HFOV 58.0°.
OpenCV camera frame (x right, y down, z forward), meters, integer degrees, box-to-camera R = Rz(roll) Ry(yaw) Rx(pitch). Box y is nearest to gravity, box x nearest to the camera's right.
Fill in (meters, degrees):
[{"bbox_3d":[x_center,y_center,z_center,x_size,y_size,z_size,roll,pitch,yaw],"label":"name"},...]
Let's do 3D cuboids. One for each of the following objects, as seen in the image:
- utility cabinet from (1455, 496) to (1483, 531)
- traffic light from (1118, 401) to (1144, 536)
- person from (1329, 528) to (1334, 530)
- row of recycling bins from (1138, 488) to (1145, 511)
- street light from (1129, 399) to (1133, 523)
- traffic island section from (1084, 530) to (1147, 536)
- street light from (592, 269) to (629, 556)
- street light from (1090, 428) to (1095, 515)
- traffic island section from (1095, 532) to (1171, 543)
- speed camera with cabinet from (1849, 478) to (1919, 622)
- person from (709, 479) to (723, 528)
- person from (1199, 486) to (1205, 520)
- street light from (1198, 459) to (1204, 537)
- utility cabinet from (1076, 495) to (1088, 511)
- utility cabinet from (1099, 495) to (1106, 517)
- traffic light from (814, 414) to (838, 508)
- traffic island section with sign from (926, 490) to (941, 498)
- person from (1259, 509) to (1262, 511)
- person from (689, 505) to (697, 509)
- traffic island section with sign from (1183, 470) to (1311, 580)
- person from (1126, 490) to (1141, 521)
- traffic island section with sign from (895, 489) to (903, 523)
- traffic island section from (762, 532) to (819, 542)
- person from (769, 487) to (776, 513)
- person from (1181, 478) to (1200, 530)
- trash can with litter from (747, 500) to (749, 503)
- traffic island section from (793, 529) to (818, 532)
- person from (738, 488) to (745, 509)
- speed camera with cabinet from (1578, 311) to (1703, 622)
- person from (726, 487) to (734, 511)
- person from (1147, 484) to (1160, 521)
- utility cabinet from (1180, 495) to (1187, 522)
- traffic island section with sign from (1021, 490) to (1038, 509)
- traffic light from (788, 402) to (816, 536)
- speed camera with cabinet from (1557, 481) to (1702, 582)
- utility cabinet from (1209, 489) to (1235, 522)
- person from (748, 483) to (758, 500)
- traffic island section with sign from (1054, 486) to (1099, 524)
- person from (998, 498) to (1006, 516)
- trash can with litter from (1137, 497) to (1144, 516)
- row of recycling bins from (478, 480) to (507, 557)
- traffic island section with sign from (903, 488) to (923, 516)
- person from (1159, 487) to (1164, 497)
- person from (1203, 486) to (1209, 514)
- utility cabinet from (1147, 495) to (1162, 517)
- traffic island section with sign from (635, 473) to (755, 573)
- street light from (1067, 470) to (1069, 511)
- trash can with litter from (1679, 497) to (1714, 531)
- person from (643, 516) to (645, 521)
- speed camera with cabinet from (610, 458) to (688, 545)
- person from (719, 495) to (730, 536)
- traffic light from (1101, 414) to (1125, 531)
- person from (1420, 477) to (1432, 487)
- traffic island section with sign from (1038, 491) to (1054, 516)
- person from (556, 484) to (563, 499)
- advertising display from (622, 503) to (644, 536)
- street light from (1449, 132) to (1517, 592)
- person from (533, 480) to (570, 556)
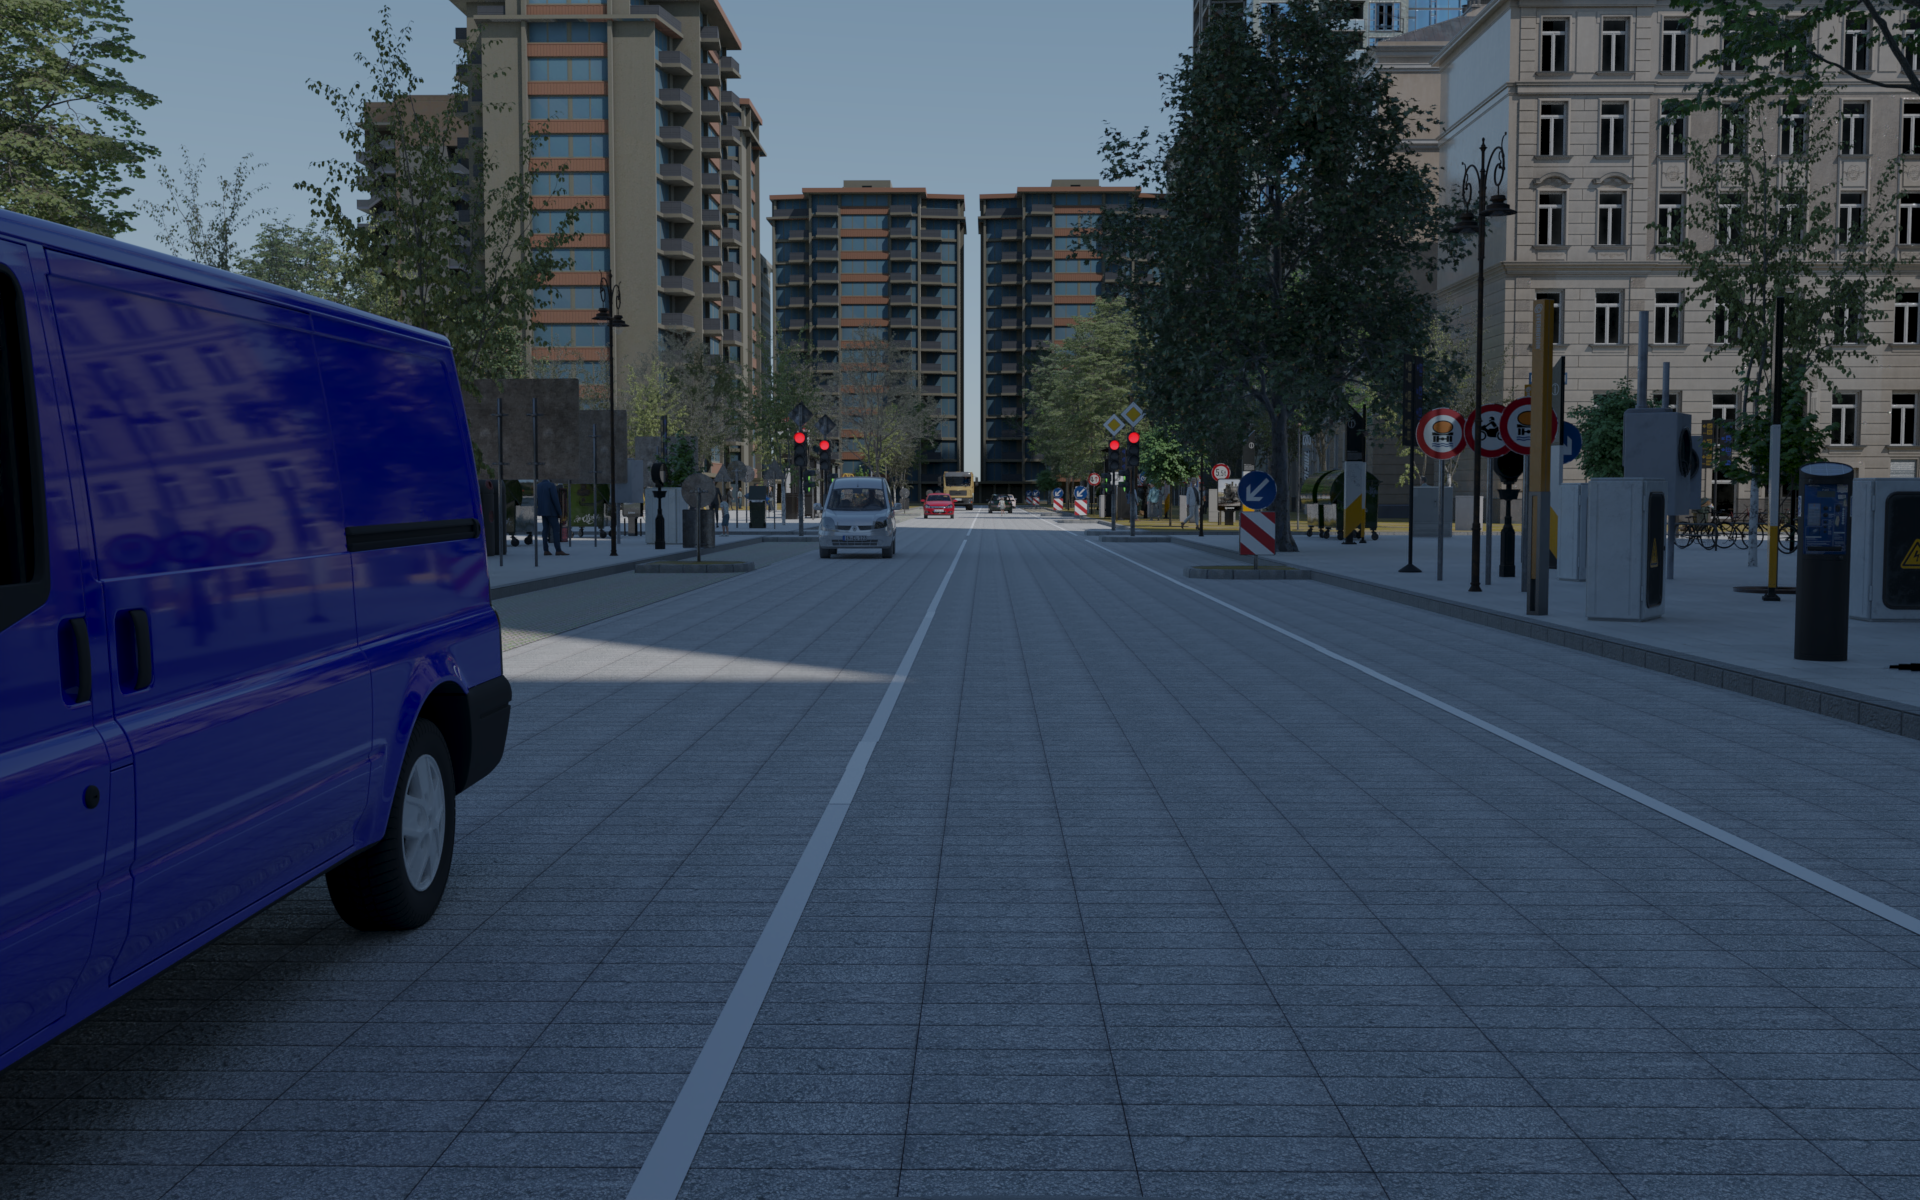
[{"bbox_3d":[17.867,-3.035,60.776,0.306,1.237,1.020,-2,4,-32],"label":"utility cabinet"},{"bbox_3d":[5.232,-3.894,52.583,0.839,4.253,0.868,0,4,1],"label":"traffic light"},{"bbox_3d":[13.135,-3.372,61.660,0.782,1.767,0.515,-3,5,-40],"label":"person"},{"bbox_3d":[11.738,-7.138,123.814,3.534,1.692,1.069,3,5,43],"label":"row of recycling bins"},{"bbox_3d":[7.665,-6.412,77.625,0.468,5.910,1.993,0,4,1],"label":"street light"},{"bbox_3d":[5.399,-2.349,60.680,2.009,0.180,2.903,0,4,1],"label":"traffic island section"},{"bbox_3d":[-7.188,-3.853,35.783,0.468,5.910,1.993,0,4,1],"label":"street light"},{"bbox_3d":[8.126,-8.198,106.825,0.468,5.910,1.993,0,4,1],"label":"street light"},{"bbox_3d":[5.272,-1.860,52.696,2.009,0.180,2.903,0,4,1],"label":"traffic island section"},{"bbox_3d":[10.128,-1.413,17.432,2.038,3.252,0.660,0,4,5],"label":"speed camera with cabinet"},{"bbox_3d":[-9.376,-3.687,66.099,0.659,1.850,0.755,-1,4,-10],"label":"person"},{"bbox_3d":[11.999,-4.853,86.394,0.522,1.701,0.512,0,4,-4],"label":"person"},{"bbox_3d":[7.294,-4.856,52.186,0.468,5.910,1.993,0,4,1],"label":"street light"},{"bbox_3d":[9.092,-7.225,129.287,0.306,1.237,1.020,3,5,44],"label":"utility cabinet"},{"bbox_3d":[8.221,-5.171,95.708,1.020,1.237,0.306,-1,4,-12],"label":"utility cabinet"},{"bbox_3d":[-4.702,-4.391,60.710,0.839,4.253,0.868,0,4,1],"label":"traffic light"},{"bbox_3d":[-2.786,-9.469,163.447,1.989,1.847,2.006,0,4,1],"label":"traffic island section with sign"},{"bbox_3d":[11.286,-3.622,65.367,0.850,1.850,0.679,2,4,33],"label":"person"},{"bbox_3d":[-8.816,-3.045,58.069,0.755,1.850,0.659,3,5,42],"label":"person"},{"bbox_3d":[4.912,-1.304,29.956,1.989,1.847,2.006,0,4,1],"label":"traffic island section with sign"},{"bbox_3d":[8.152,-4.617,81.715,0.721,1.800,0.419,3,4,39],"label":"person"},{"bbox_3d":[-4.014,-4.757,86.404,1.989,1.847,2.006,0,4,1],"label":"traffic island section with sign"},{"bbox_3d":[-4.868,-1.870,52.861,2.009,0.180,2.903,0,4,1],"label":"traffic island section"},{"bbox_3d":[-12.947,-6.853,118.505,0.576,1.772,0.534,3,5,44],"label":"person"},{"bbox_3d":[8.263,-3.413,61.717,0.818,1.842,0.514,2,4,33],"label":"person"},{"bbox_3d":[-11.052,-5.023,93.505,0.624,1.170,1.055,1,4,14],"label":"trash can with litter"},{"bbox_3d":[-4.741,-2.359,60.845,2.009,0.180,2.903,0,4,1],"label":"traffic island section"},{"bbox_3d":[-18.838,-8.717,148.643,0.705,1.814,1.350,1,4,17],"label":"person"},{"bbox_3d":[7.157,-1.457,18.160,0.660,3.252,2.038,2,4,35],"label":"speed camera with cabinet"},{"bbox_3d":[-17.532,-7.750,132.539,0.755,1.850,0.659,-2,4,-27],"label":"person"},{"bbox_3d":[9.381,-4.768,83.868,0.638,1.841,0.748,-1,4,-14],"label":"person"},{"bbox_3d":[10.483,-4.288,81.267,0.306,1.237,1.020,1,4,11],"label":"utility cabinet"},{"bbox_3d":[7.019,-9.414,162.546,1.989,1.847,2.006,0,4,1],"label":"traffic island section with sign"},{"bbox_3d":[-4.828,-3.902,52.726,0.839,4.253,0.868,0,4,1],"label":"traffic light"},{"bbox_3d":[9.946,-1.918,25.691,2.038,3.252,0.660,-1,4,-13],"label":"speed camera with cabinet"},{"bbox_3d":[11.846,-4.256,78.268,1.173,1.500,0.318,1,4,11],"label":"utility cabinet"},{"bbox_3d":[-9.848,-4.760,83.858,0.794,1.824,0.713,-2,4,-24],"label":"person"},{"bbox_3d":[5.796,-4.688,85.276,1.989,1.847,2.006,0,4,1],"label":"traffic island section with sign"},{"bbox_3d":[2.694,-6.014,111.841,0.505,1.210,0.382,-1,4,-15],"label":"person"},{"bbox_3d":[10.651,-5.570,102.450,0.624,1.170,1.055,-2,4,-31],"label":"trash can with litter"},{"bbox_3d":[-10.002,-1.716,35.175,1.069,1.692,3.534,0,4,-2],"label":"row of recycling bins"},{"bbox_3d":[-3.578,-6.444,113.992,1.989,1.847,2.006,0,4,1],"label":"traffic island section with sign"},{"bbox_3d":[12.221,-6.073,105.516,0.466,1.800,0.511,0,4,6],"label":"person"},{"bbox_3d":[15.601,-6.375,110.679,0.661,1.777,0.834,0,4,8],"label":"person"},{"bbox_3d":[10.745,-5.175,95.778,1.020,1.237,0.306,-3,5,-40],"label":"utility cabinet"},{"bbox_3d":[-4.868,-1.438,32.142,1.989,1.847,2.006,0,4,1],"label":"traffic island section with sign"},{"bbox_3d":[8.461,-9.925,135.059,0.468,5.910,1.993,0,4,1],"label":"street light"},{"bbox_3d":[25.408,-2.963,59.826,1.055,1.170,0.624,-1,4,-14],"label":"trash can with litter"},{"bbox_3d":[-14.899,-4.474,79.941,0.760,1.731,0.466,-1,4,-17],"label":"person"},{"bbox_3d":[-7.975,-3.065,44.444,2.038,3.252,0.660,2,4,24],"label":"speed camera with cabinet"},{"bbox_3d":[-7.131,-2.548,52.390,0.332,1.250,0.352,-1,4,-22],"label":"person"},{"bbox_3d":[5.359,-4.382,60.567,0.839,4.253,0.868,0,4,1],"label":"traffic light"},{"bbox_3d":[14.147,-2.846,52.669,0.635,1.810,0.391,-2,4,-33],"label":"person"},{"bbox_3d":[6.217,-6.336,112.228,1.989,1.847,2.006,0,4,1],"label":"traffic island section with sign"},{"bbox_3d":[-12.182,-2.862,52.620,0.659,1.850,0.755,-3,4,-39],"label":"person"},{"bbox_3d":[-9.985,-2.911,52.815,0.974,1.923,0.123,3,5,45],"label":"advertising display"},{"bbox_3d":[6.782,-3.048,22.621,0.468,5.910,1.993,0,4,1],"label":"street light"},{"bbox_3d":[-8.573,-1.832,36.175,0.721,1.800,0.419,1,4,22],"label":"person"}]
